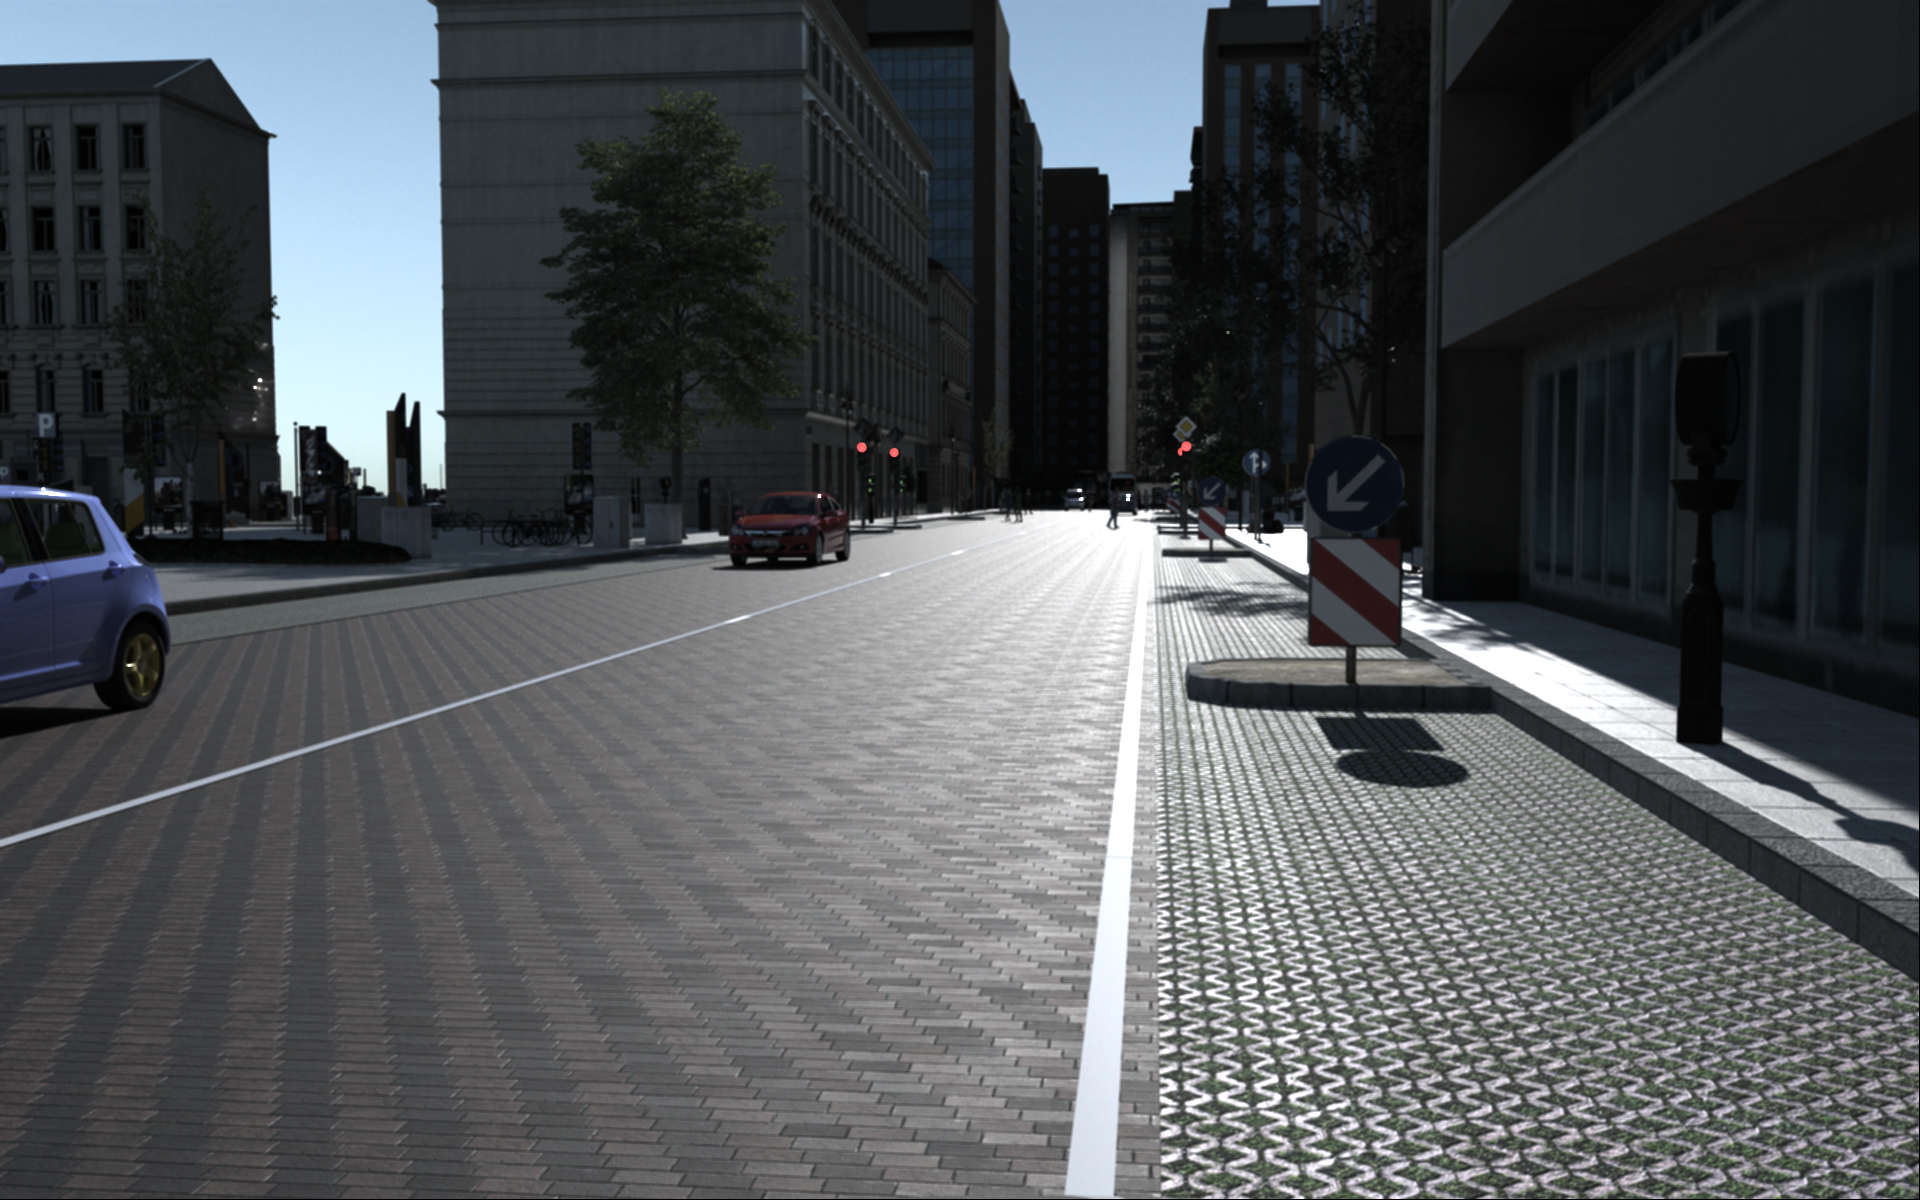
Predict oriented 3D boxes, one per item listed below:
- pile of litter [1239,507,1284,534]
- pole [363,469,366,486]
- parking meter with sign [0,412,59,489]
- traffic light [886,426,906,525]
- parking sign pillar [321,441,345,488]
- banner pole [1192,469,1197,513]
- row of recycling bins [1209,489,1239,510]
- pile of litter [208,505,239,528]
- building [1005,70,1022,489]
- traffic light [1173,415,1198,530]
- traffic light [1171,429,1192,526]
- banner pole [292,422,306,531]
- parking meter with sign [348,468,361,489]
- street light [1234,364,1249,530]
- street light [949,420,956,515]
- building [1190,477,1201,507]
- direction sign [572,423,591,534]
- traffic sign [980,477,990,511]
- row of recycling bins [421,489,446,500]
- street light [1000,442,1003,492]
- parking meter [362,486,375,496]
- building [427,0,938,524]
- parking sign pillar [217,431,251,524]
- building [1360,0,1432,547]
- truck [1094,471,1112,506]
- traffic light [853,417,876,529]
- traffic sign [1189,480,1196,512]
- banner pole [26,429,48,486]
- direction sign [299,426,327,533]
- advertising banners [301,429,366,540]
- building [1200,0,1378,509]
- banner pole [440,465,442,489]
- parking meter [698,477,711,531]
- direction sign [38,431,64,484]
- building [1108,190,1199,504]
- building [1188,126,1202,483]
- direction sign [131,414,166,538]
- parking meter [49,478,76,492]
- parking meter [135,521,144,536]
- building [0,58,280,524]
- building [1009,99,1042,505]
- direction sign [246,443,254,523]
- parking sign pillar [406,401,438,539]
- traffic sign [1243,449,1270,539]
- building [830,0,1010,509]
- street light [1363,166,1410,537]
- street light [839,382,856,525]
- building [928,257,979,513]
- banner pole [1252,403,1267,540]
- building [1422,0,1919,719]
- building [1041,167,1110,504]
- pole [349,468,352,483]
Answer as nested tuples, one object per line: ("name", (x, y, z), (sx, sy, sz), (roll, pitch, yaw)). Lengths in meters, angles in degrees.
("pile of litter", (9.883, -2.611, 56.649), (1.719, 0.858, 1.176), (-1, 4, -17))
("pole", (-47.997, -8.921, 139.708), (0.158, 3.312, 0.155), (0, 3, 0))
("parking meter with sign", (-19.729, -2.444, 36.224), (0.543, 3.016, 1.738), (1, 4, 19))
("traffic light", (-2.644, -5.034, 71.229), (0.839, 4.253, 0.868), (0, 4, 6))
("parking sign pillar", (-31.675, -6.056, 87.487), (1.447, 3.967, 1.447), (2, 4, 32))
("banner pole", (15.915, -7.792, 117.414), (0.401, 3.779, 0.863), (-1, 4, -17))
("row of recycling bins", (20.894, -7.932, 136.798), (1.069, 1.692, 3.534), (-3, 5, -44))
("pile of litter", (-28.095, -3.196, 66.215), (1.176, 0.858, 1.719), (1, 4, 12))
("building", (-5.274, -31.896, 176.123), (22.147, 44.769, 28.867), (0, 4, 6))
("traffic light", (8.073, -4.472, 62.033), (0.839, 4.253, 0.868), (0, 4, 6))
("traffic light", (8.949, -4.957, 69.970), (0.839, 4.253, 0.868), (0, 4, 6))
("banner pole", (-22.939, -4.302, 60.348), (0.401, 3.779, 0.863), (2, 4, 24))
("parking meter with sign", (-39.578, -7.127, 112.786), (0.543, 3.016, 1.738), (0, 4, 2))
("street light", (9.970, -5.423, 61.458), (0.468, 5.910, 1.993), (0, 4, 6))
("street light", (-0.486, -8.309, 108.637), (0.468, 5.910, 1.993), (0, 4, 6))
("building", (39.891, -29.603, 175.897), (32.217, 40.220, 23.993), (0, 4, 6))
("direction sign", (-12.028, -3.863, 55.156), (0.876, 3.537, 0.379), (3, 4, 38))
("traffic sign", (1.864, -7.815, 127.878), (0.768, 2.556, 0.104), (1, 4, 14))
("row of recycling bins", (-39.948, -7.603, 131.425), (3.534, 1.692, 1.069), (3, 5, 42))
("street light", (3.527, -10.570, 145.610), (0.468, 5.910, 1.993), (0, 4, 6))
("parking meter", (-17.875, -2.691, 52.412), (0.372, 1.533, 0.369), (0, 3, 0))
("building", (-12.020, -19.445, 94.336), (17.030, 29.872, 44.131), (0, 4, 6))
("parking sign pillar", (-31.166, -5.238, 74.114), (1.447, 3.967, 1.447), (1, 4, 10))
("building", (17.408, -24.235, 46.349), (14.600, 45.320, 14.200), (0, 4, 6))
("truck", (17.517, -13.965, 217.247), (2.839, 4.237, 11.283), (0, 4, 8))
("traffic light", (-3.520, -4.549, 63.292), (0.839, 4.253, 0.868), (0, 4, 6))
("traffic sign", (16.947, -7.581, 126.084), (0.606, 2.300, 0.079), (1, 4, 15))
("banner pole", (-35.623, -4.695, 66.774), (0.863, 3.779, 0.401), (-2, 4, -30))
("direction sign", (-21.565, -4.025, 57.805), (0.876, 3.537, 0.379), (-2, 4, -33))
("advertising banners", (-16.836, -3.079, 46.533), (2.074, 3.025, 0.090), (1, 4, 20))
("building", (29.129, -31.043, 157.657), (14.600, 45.320, 14.200), (0, 4, 6))
("banner pole", (-43.795, -9.555, 146.241), (0.401, 3.779, 0.863), (-1, 4, -17))
("parking meter", (-8.970, -3.366, 60.741), (0.399, 1.863, 0.255), (-2, 4, -31))
("direction sign", (-32.662, -4.298, 62.267), (0.379, 3.537, 0.876), (2, 4, 35))
("building", (27.238, -33.774, 235.792), (14.086, 41.232, 14.154), (0, 4, 6))
("building", (37.976, -33.527, 202.792), (22.147, 44.769, 28.867), (0, 4, 6))
("direction sign", (-23.124, -3.511, 49.400), (0.876, 3.537, 0.379), (-2, 4, -32))
("parking meter", (-14.164, -1.159, 27.366), (0.372, 1.533, 0.369), (0, 3, 0))
("parking meter", (-25.301, -2.741, 53.219), (0.372, 1.533, 0.369), (0, 3, 0))
("building", (-42.480, -14.122, 80.044), (18.267, 20.994, 9.793), (0, 4, 6))
("building", (-1.187, -35.911, 210.850), (21.600, 48.544, 21.300), (0, 4, 6))
("direction sign", (-31.574, -5.190, 76.854), (0.379, 3.537, 0.876), (-2, 4, -26))
("parking sign pillar", (-15.802, -3.752, 49.815), (1.447, 3.967, 1.447), (-1, 4, -10))
("traffic sign", (8.359, -2.983, 48.880), (0.768, 2.556, 0.104), (1, 4, 10))
("building", (-3.075, -30.817, 153.965), (14.600, 45.320, 14.200), (0, 4, 6))
("street light", (6.080, -3.183, 24.834), (0.468, 5.910, 1.993), (0, 4, 6))
("street light", (-4.659, -6.053, 71.749), (0.468, 5.910, 1.993), (0, 4, 6))
("building", (-4.858, -15.969, 125.718), (10.561, 19.102, 19.286), (0, 4, 6))
("banner pole", (8.367, -3.555, 48.145), (0.401, 3.779, 0.863), (1, 4, 15))
("building", (15.198, -23.538, 8.547), (21.300, 48.544, 21.600), (0, 4, 6))
("building", (13.138, -35.885, 236.832), (14.200, 45.320, 14.600), (0, 4, 6))
("pole", (-47.773, -8.678, 135.721), (0.158, 3.312, 0.155), (0, 3, 0))
